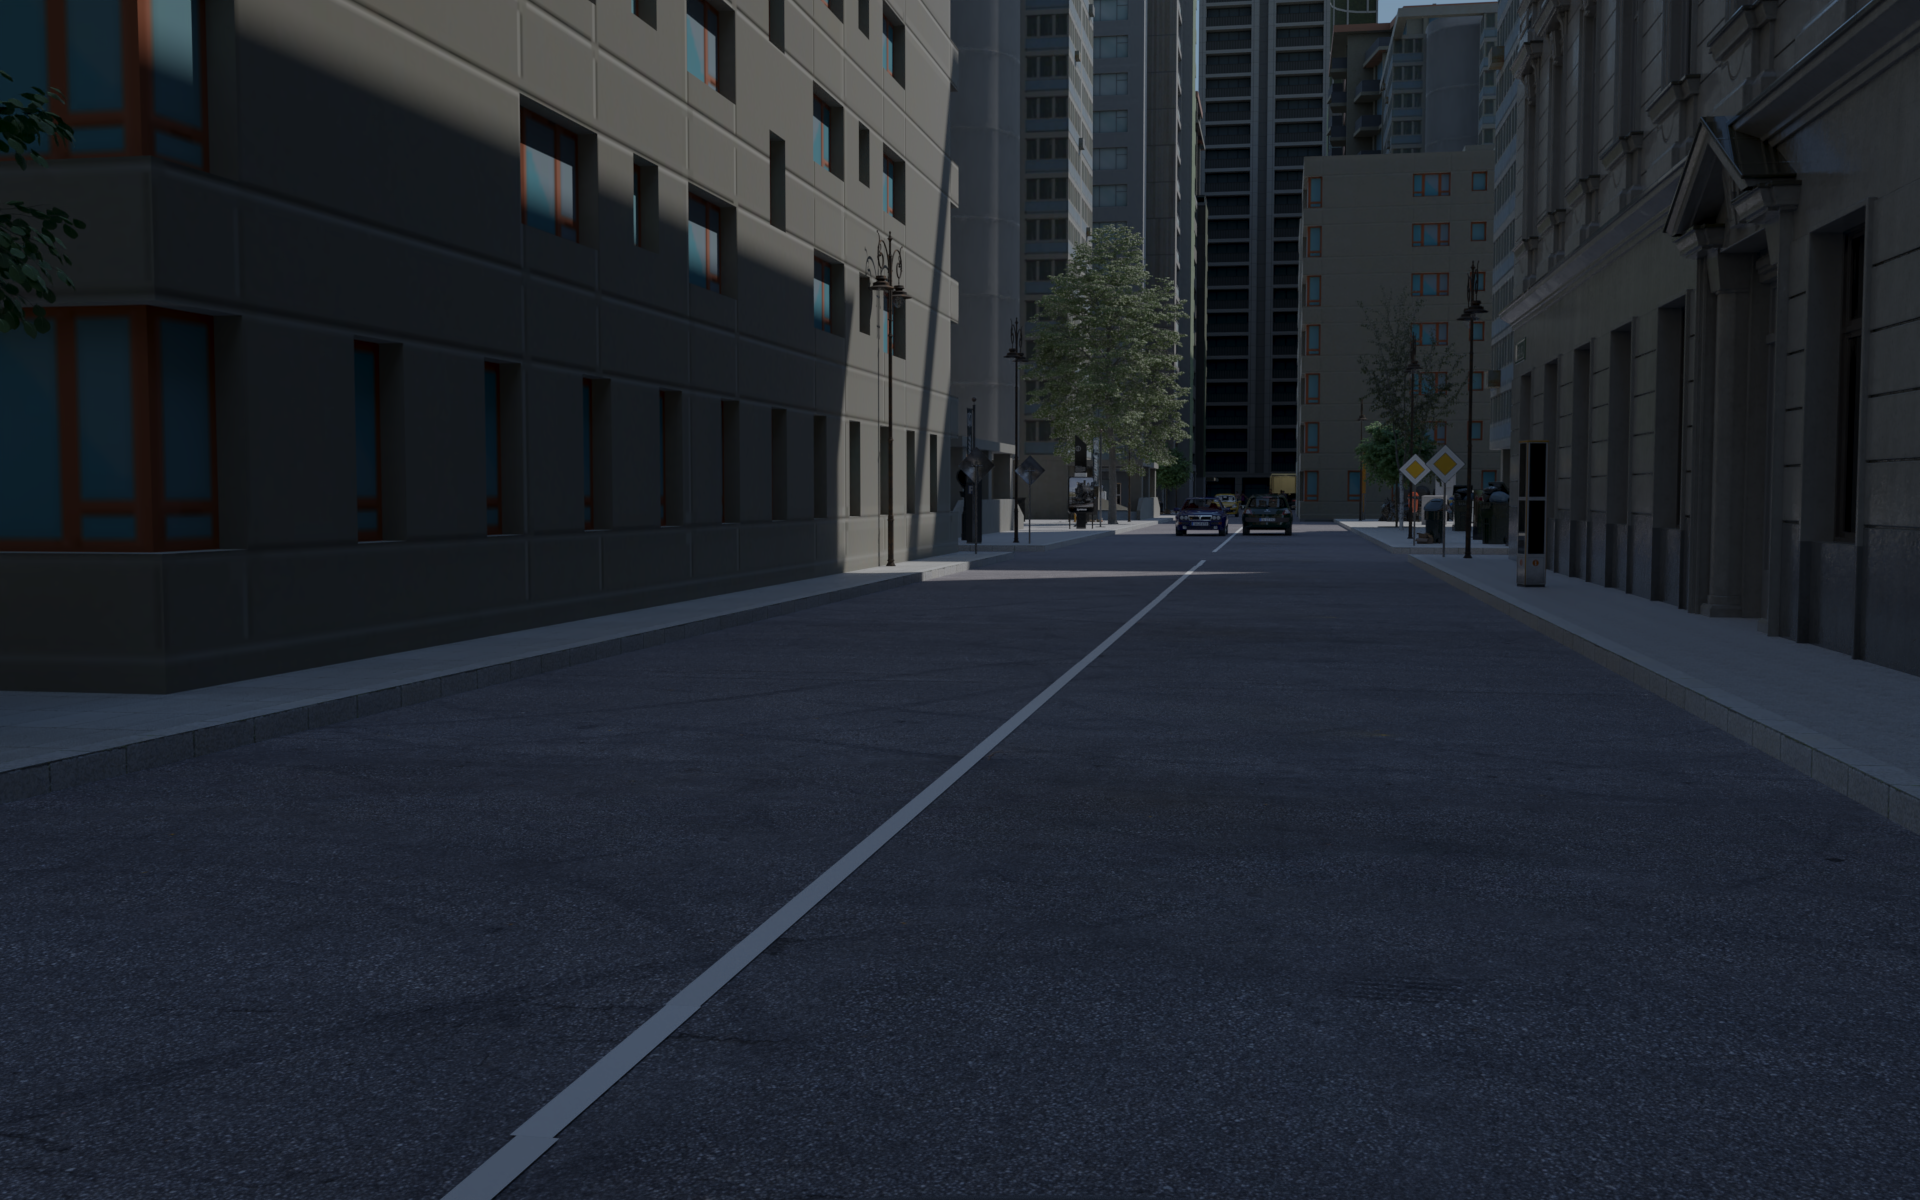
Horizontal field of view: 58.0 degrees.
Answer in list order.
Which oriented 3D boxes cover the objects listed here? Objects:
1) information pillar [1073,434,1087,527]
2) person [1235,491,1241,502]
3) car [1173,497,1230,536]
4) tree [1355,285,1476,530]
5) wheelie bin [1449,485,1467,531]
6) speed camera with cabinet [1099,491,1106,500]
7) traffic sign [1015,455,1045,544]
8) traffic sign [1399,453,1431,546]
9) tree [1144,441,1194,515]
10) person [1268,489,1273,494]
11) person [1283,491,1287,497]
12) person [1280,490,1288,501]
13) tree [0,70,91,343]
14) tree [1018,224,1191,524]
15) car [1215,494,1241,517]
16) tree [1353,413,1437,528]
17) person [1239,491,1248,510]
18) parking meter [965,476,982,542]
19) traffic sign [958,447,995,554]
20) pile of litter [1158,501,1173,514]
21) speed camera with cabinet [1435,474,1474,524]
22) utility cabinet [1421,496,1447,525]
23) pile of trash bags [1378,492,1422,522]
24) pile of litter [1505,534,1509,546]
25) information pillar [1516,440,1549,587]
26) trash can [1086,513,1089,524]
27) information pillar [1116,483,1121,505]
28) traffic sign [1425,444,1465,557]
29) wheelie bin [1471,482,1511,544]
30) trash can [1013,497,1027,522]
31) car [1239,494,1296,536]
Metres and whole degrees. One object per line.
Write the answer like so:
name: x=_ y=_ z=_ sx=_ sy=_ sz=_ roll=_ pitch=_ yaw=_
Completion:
information pillar: x=4.709 y=-4.672 z=67.735 sx=0.504 sy=3.616 sz=0.183 roll=2 pitch=4 yaw=24
person: x=28.707 y=-10.435 z=179.823 sx=1.217 sy=1.736 sz=0.721 roll=3 pitch=4 yaw=36
car: x=8.439 y=-2.918 z=60.293 sx=1.945 sy=1.354 sz=3.894 roll=1 pitch=4 yaw=10
tree: x=15.653 y=-6.750 z=60.731 sx=4.360 sy=8.622 sz=3.978 roll=0 pitch=3 yaw=0
wheelie bin: x=17.354 y=-3.167 z=59.682 sx=0.980 sy=1.594 sz=0.693 roll=1 pitch=4 yaw=10
speed camera with cabinet: x=7.805 y=-6.759 z=104.838 sx=2.038 sy=3.252 sz=0.660 roll=1 pitch=4 yaw=12
traffic sign: x=1.804 y=-2.514 z=44.752 sx=0.795 sy=2.450 sz=0.064 roll=1 pitch=4 yaw=10
traffic sign: x=11.283 y=-2.406 z=42.978 sx=0.795 sy=2.450 sz=0.064 roll=1 pitch=4 yaw=10
tree: x=12.847 y=-7.586 z=107.739 sx=4.285 sy=4.588 sz=4.351 roll=0 pitch=3 yaw=0
person: x=23.729 y=-7.583 z=132.446 sx=1.348 sy=1.831 sz=0.705 roll=2 pitch=4 yaw=26
person: x=26.040 y=-7.948 z=139.376 sx=0.541 sy=1.710 sz=0.530 roll=1 pitch=4 yaw=23
person: x=23.199 y=-7.101 z=125.321 sx=1.217 sy=1.735 sz=0.721 roll=-1 pitch=4 yaw=-20
tree: x=-6.203 y=-1.503 z=8.287 sx=4.285 sy=4.588 sz=4.351 roll=0 pitch=3 yaw=0
tree: x=6.107 y=-9.513 z=73.663 sx=7.486 sy=12.596 sz=7.792 roll=0 pitch=3 yaw=0
car: x=16.634 y=-6.020 z=108.657 sx=2.015 sy=1.641 sz=3.980 roll=1 pitch=4 yaw=10
tree: x=16.900 y=-5.092 z=66.962 sx=4.285 sy=4.588 sz=4.351 roll=0 pitch=3 yaw=0
person: x=26.236 y=-9.254 z=160.492 sx=0.721 sy=1.739 sz=1.217 roll=-2 pitch=4 yaw=-35
parking meter: x=0.364 y=-2.438 z=45.573 sx=0.399 sy=1.863 sz=0.255 roll=3 pitch=4 yaw=36
traffic sign: x=0.346 y=-2.034 z=36.901 sx=0.795 sy=2.450 sz=0.064 roll=1 pitch=4 yaw=10
pile of litter: x=13.046 y=-5.933 z=110.973 sx=1.719 sy=0.858 sz=1.176 roll=-3 pitch=4 yaw=-36
speed camera with cabinet: x=21.731 y=-4.955 z=75.357 sx=2.038 sy=3.252 sz=0.660 roll=-1 pitch=4 yaw=-16
utility cabinet: x=19.783 y=-3.737 z=72.268 sx=1.020 sy=1.237 sz=0.306 roll=3 pitch=5 yaw=43
pile of trash bags: x=20.589 y=-4.296 z=79.999 sx=1.912 sy=1.369 sz=3.447 roll=0 pitch=4 yaw=0
pile of litter: x=14.231 y=-1.758 z=42.711 sx=1.719 sy=0.858 sz=1.176 roll=0 pitch=4 yaw=-2
information pillar: x=7.894 y=-1.186 z=23.887 sx=0.304 sy=2.012 sz=0.304 roll=0 pitch=4 yaw=-5
trash can: x=5.315 y=-3.891 z=75.268 sx=0.748 sy=1.137 sz=0.748 roll=0 pitch=3 yaw=0
information pillar: x=10.660 y=-6.853 z=116.534 sx=0.304 sy=2.012 sz=0.304 roll=0 pitch=4 yaw=2
traffic sign: x=9.824 y=-1.926 z=35.126 sx=0.795 sy=2.450 sz=0.064 roll=1 pitch=4 yaw=10
wheelie bin: x=13.712 y=-2.224 z=44.264 sx=0.693 sy=1.594 sz=0.980 roll=-1 pitch=4 yaw=-19
trash can: x=2.566 y=-3.936 z=76.004 sx=0.748 sy=1.137 sz=0.748 roll=0 pitch=3 yaw=0
car: x=10.847 y=-3.138 z=61.094 sx=2.009 sy=1.686 sz=4.222 roll=1 pitch=4 yaw=10
